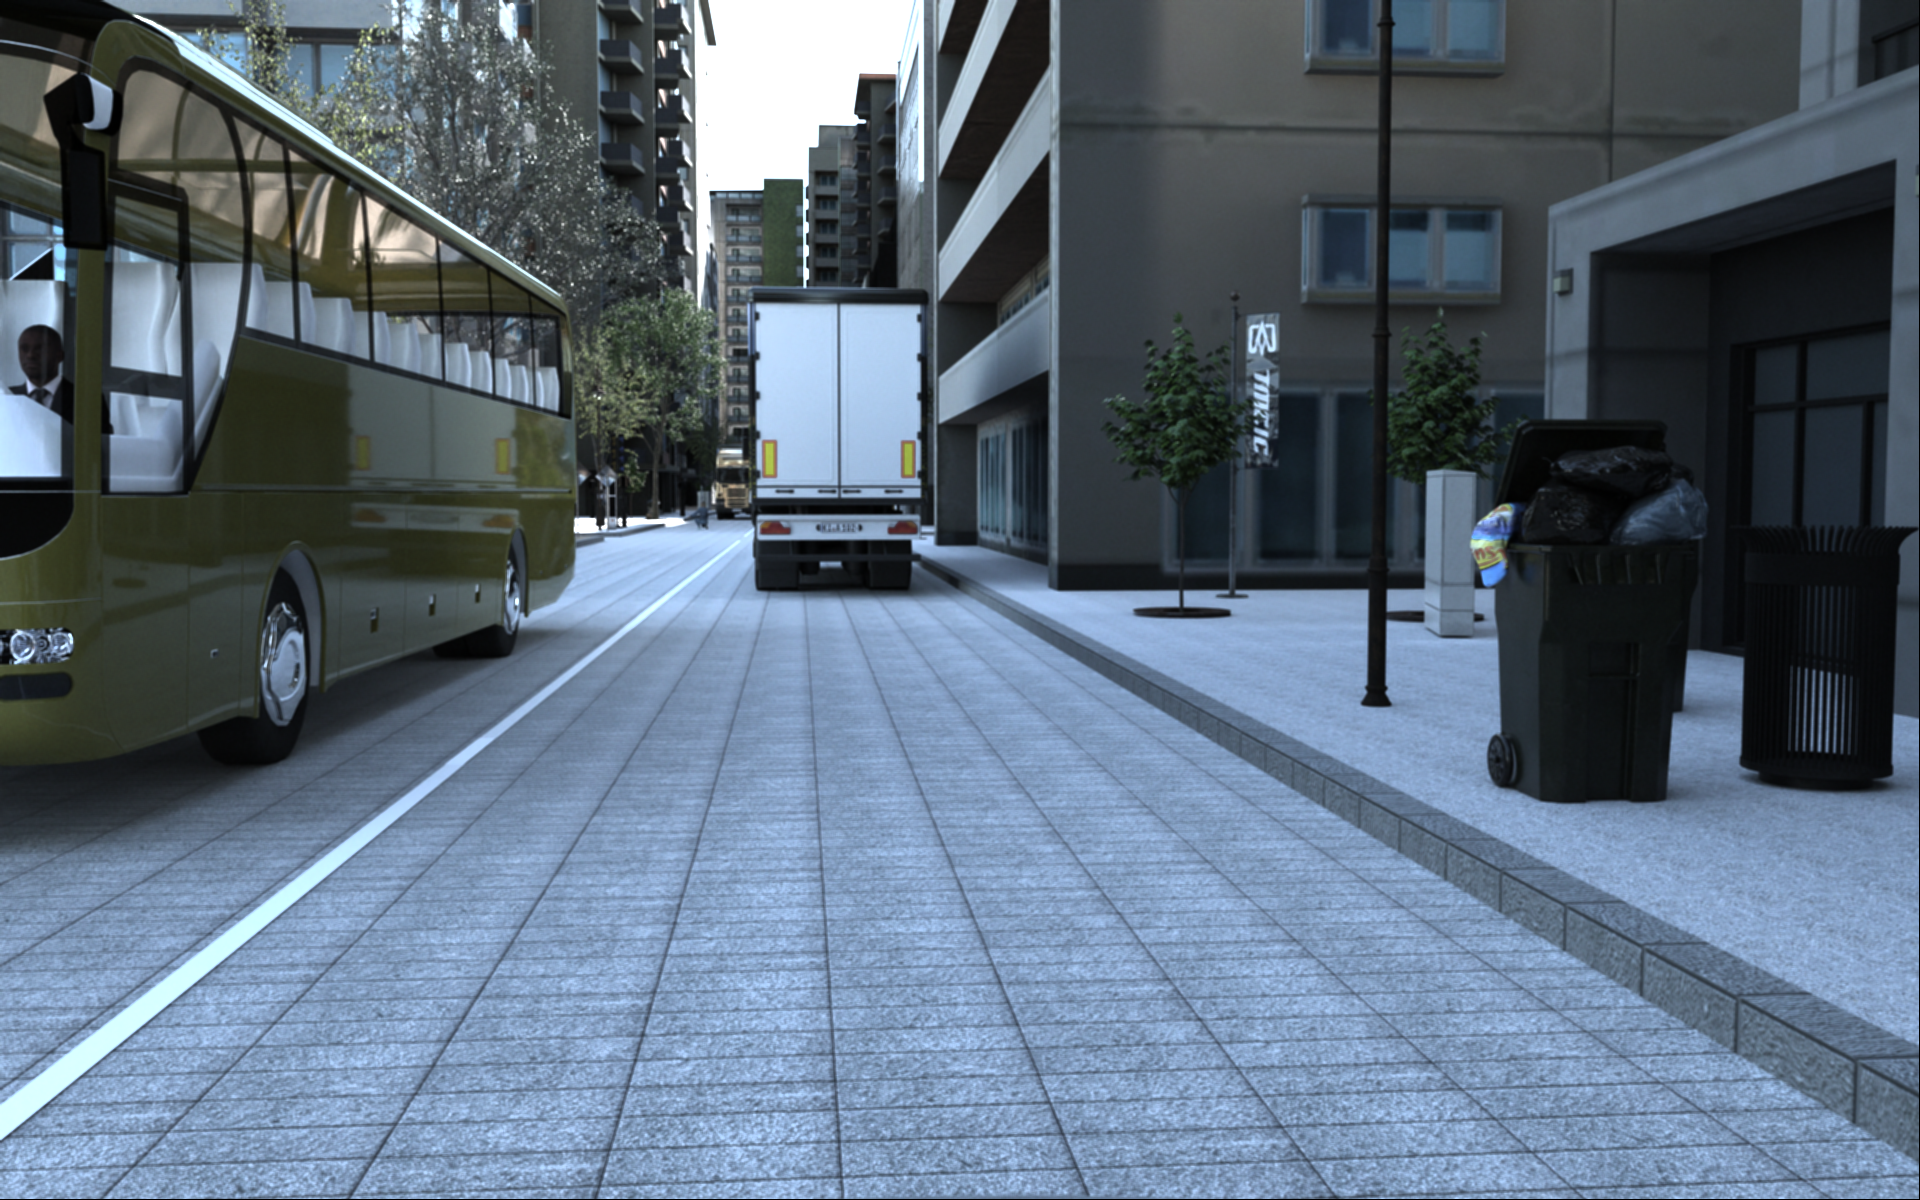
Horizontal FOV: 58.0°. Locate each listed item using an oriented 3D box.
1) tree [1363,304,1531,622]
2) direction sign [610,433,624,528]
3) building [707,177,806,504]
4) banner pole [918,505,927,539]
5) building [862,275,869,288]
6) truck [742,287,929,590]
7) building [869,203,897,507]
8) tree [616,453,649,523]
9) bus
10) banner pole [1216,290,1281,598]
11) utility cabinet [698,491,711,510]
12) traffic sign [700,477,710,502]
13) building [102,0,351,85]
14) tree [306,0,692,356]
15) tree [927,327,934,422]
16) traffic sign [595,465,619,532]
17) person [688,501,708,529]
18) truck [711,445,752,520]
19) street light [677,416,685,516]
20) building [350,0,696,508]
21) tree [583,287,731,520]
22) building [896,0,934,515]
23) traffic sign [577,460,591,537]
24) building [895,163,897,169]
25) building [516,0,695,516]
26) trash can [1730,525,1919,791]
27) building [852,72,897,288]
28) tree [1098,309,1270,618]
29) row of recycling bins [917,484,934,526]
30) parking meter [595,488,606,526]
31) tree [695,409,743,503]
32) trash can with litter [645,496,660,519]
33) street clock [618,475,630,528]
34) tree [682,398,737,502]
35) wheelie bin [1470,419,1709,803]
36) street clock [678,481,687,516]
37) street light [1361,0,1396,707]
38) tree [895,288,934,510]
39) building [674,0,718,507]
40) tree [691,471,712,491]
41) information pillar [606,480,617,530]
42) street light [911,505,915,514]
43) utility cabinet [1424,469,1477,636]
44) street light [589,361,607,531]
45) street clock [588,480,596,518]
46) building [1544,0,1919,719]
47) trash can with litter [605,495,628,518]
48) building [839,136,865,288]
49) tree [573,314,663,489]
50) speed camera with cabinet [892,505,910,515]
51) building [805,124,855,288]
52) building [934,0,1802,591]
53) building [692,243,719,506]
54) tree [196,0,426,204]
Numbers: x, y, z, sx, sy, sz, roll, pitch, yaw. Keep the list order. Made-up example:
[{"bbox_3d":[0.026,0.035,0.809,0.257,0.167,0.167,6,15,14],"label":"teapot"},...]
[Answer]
[{"bbox_3d":[4.980,-1.412,17.694,1.663,3.219,1.824,0,3,0],"label":"tree"},{"bbox_3d":[-12.830,-4.457,64.874,0.379,3.537,0.876,1,4,23],"label":"direction sign"},{"bbox_3d":[-27.126,-33.170,225.916,14.086,41.232,14.154,0,4,-5],"label":"building"},{"bbox_3d":[-1.125,-3.602,48.917,0.401,3.779,0.863,0,4,-5],"label":"banner pole"},{"bbox_3d":[5.016,-18.788,152.228,27.650,21.520,28.899,0,4,-5],"label":"building"},{"bbox_3d":[-2.285,-2.460,29.134,2.839,4.237,11.283,0,4,-7],"label":"truck"},{"bbox_3d":[-0.231,-18.240,127.898,12.332,23.373,15.834,0,4,-5],"label":"building"},{"bbox_3d":[-14.722,-5.099,77.976,1.663,3.219,1.824,0,3,0],"label":"tree"},{"bbox_3d":[-4.983,-1.272,12.346,2.896,3.916,12.252,0,4,-3],"label":"bus"},{"bbox_3d":[3.553,-1.909,21.224,0.863,3.779,0.401,3,5,40],"label":"banner pole"},{"bbox_3d":[-19.819,-7.671,134.100,1.173,1.500,0.318,3,5,39],"label":"utility cabinet"},{"bbox_3d":[-18.470,-7.669,125.500,0.768,2.556,0.104,0,4,2],"label":"traffic sign"},{"bbox_3d":[-30.511,-27.732,73.025,23.786,49.044,30.456,0,4,-5],"label":"building"},{"bbox_3d":[-11.683,-8.009,41.312,12.009,13.543,11.850,0,3,0],"label":"tree"},{"bbox_3d":[-2.521,-7.251,68.924,4.737,8.622,4.395,0,3,0],"label":"tree"},{"bbox_3d":[-12.057,-3.399,59.210,0.795,2.450,0.064,0,4,-5],"label":"traffic sign"},{"bbox_3d":[-10.617,-3.459,70.558,1.012,1.151,0.738,-2,4,-29],"label":"person"},{"bbox_3d":[-12.730,-6.820,100.416,2.839,4.237,11.283,0,4,-5],"label":"truck"},{"bbox_3d":[-16.298,-7.846,101.068,0.468,5.910,1.993,0,4,-5],"label":"street light"},{"bbox_3d":[-35.164,-32.261,147.075,23.786,49.044,30.456,0,4,-5],"label":"building"},{"bbox_3d":[-14.928,-9.765,85.412,9.928,11.665,9.643,0,3,0],"label":"tree"},{"bbox_3d":[3.454,-16.386,85.937,12.078,24.808,19.932,0,4,-5],"label":"building"},{"bbox_3d":[-11.316,-2.912,51.259,0.795,2.450,0.064,0,4,-5],"label":"traffic sign"},{"bbox_3d":[3.501,-19.593,107.729,14.401,28.519,23.554,0,4,-5],"label":"building"},{"bbox_3d":[-28.781,-27.917,111.069,22.147,44.769,28.867,0,4,-5],"label":"building"},{"bbox_3d":[3.805,0.243,7.677,0.748,1.137,0.748,0,3,0],"label":"trash can"},{"bbox_3d":[0.091,-32.136,180.055,22.147,44.769,28.867,0,4,-5],"label":"building"},{"bbox_3d":[2.229,-1.452,18.349,1.663,3.219,1.824,0,3,0],"label":"tree"},{"bbox_3d":[-1.267,-3.971,72.037,1.069,1.692,3.534,0,4,0],"label":"row of recycling bins"},{"bbox_3d":[-14.317,-3.701,68.929,0.372,1.533,0.369,0,3,0],"label":"parking meter"},{"bbox_3d":[-20.984,-12.250,150.644,4.360,8.622,3.978,0,3,0],"label":"tree"},{"bbox_3d":[-15.530,-4.653,87.461,0.624,1.170,1.055,0,4,1],"label":"trash can with litter"},{"bbox_3d":[-12.871,-3.779,66.362,0.471,2.002,0.358,0,4,-8],"label":"street clock"},{"bbox_3d":[-19.251,-11.014,130.441,4.737,8.622,4.395,0,3,0],"label":"tree"},{"bbox_3d":[2.707,0.032,7.388,0.980,1.594,0.693,0,4,-4],"label":"wheelie bin"},{"bbox_3d":[-15.888,-5.790,99.240,0.471,2.002,0.358,2,4,28],"label":"street clock"},{"bbox_3d":[2.529,-2.297,10.345,0.468,5.910,1.993,0,4,-5],"label":"street light"},{"bbox_3d":[-2.273,-6.868,62.649,4.360,8.622,3.978,0,3,0],"label":"tree"},{"bbox_3d":[-39.492,-35.902,176.230,28.713,52.752,27.495,0,4,-5],"label":"building"},{"bbox_3d":[-20.351,-8.771,138.003,1.663,3.219,1.824,0,3,0],"label":"tree"},{"bbox_3d":[-12.535,-3.533,62.258,0.304,2.012,0.304,-2,4,-26],"label":"information pillar"},{"bbox_3d":[-1.386,-4.791,51.120,0.468,5.910,1.993,0,4,-5],"label":"street light"},{"bbox_3d":[4.512,-0.443,15.928,0.318,1.500,1.173,1,4,8],"label":"utility cabinet"},{"bbox_3d":[-12.594,-5.359,60.399,0.468,5.910,1.993,0,4,-5],"label":"street light"},{"bbox_3d":[-19.436,-5.318,91.511,0.358,2.002,0.471,-2,4,-32],"label":"street clock"},{"bbox_3d":[16.114,-34.570,3.475,20.563,71.187,20.611,0,4,-5],"label":"building"},{"bbox_3d":[-19.071,-5.123,94.813,2.233,1.210,1.678,0,4,-3],"label":"trash can with litter"},{"bbox_3d":[-7.032,-31.668,201.372,14.154,41.232,14.086,0,4,-5],"label":"building"},{"bbox_3d":[-14.544,-7.352,70.560,4.360,8.622,3.978,0,3,0],"label":"tree"},{"bbox_3d":[-2.782,-5.359,81.953,0.660,3.252,2.038,-1,4,-14],"label":"speed camera with cabinet"},{"bbox_3d":[-9.686,-37.134,230.840,21.600,48.544,21.300,0,4,-5],"label":"building"},{"bbox_3d":[10.925,-25.025,32.861,21.300,48.544,21.600,0,4,-5],"label":"building"},{"bbox_3d":[-34.923,-26.179,199.734,14.107,30.474,14.160,0,4,-5],"label":"building"},{"bbox_3d":[-9.409,-4.564,24.991,4.360,8.622,3.978,0,3,0],"label":"tree"}]
